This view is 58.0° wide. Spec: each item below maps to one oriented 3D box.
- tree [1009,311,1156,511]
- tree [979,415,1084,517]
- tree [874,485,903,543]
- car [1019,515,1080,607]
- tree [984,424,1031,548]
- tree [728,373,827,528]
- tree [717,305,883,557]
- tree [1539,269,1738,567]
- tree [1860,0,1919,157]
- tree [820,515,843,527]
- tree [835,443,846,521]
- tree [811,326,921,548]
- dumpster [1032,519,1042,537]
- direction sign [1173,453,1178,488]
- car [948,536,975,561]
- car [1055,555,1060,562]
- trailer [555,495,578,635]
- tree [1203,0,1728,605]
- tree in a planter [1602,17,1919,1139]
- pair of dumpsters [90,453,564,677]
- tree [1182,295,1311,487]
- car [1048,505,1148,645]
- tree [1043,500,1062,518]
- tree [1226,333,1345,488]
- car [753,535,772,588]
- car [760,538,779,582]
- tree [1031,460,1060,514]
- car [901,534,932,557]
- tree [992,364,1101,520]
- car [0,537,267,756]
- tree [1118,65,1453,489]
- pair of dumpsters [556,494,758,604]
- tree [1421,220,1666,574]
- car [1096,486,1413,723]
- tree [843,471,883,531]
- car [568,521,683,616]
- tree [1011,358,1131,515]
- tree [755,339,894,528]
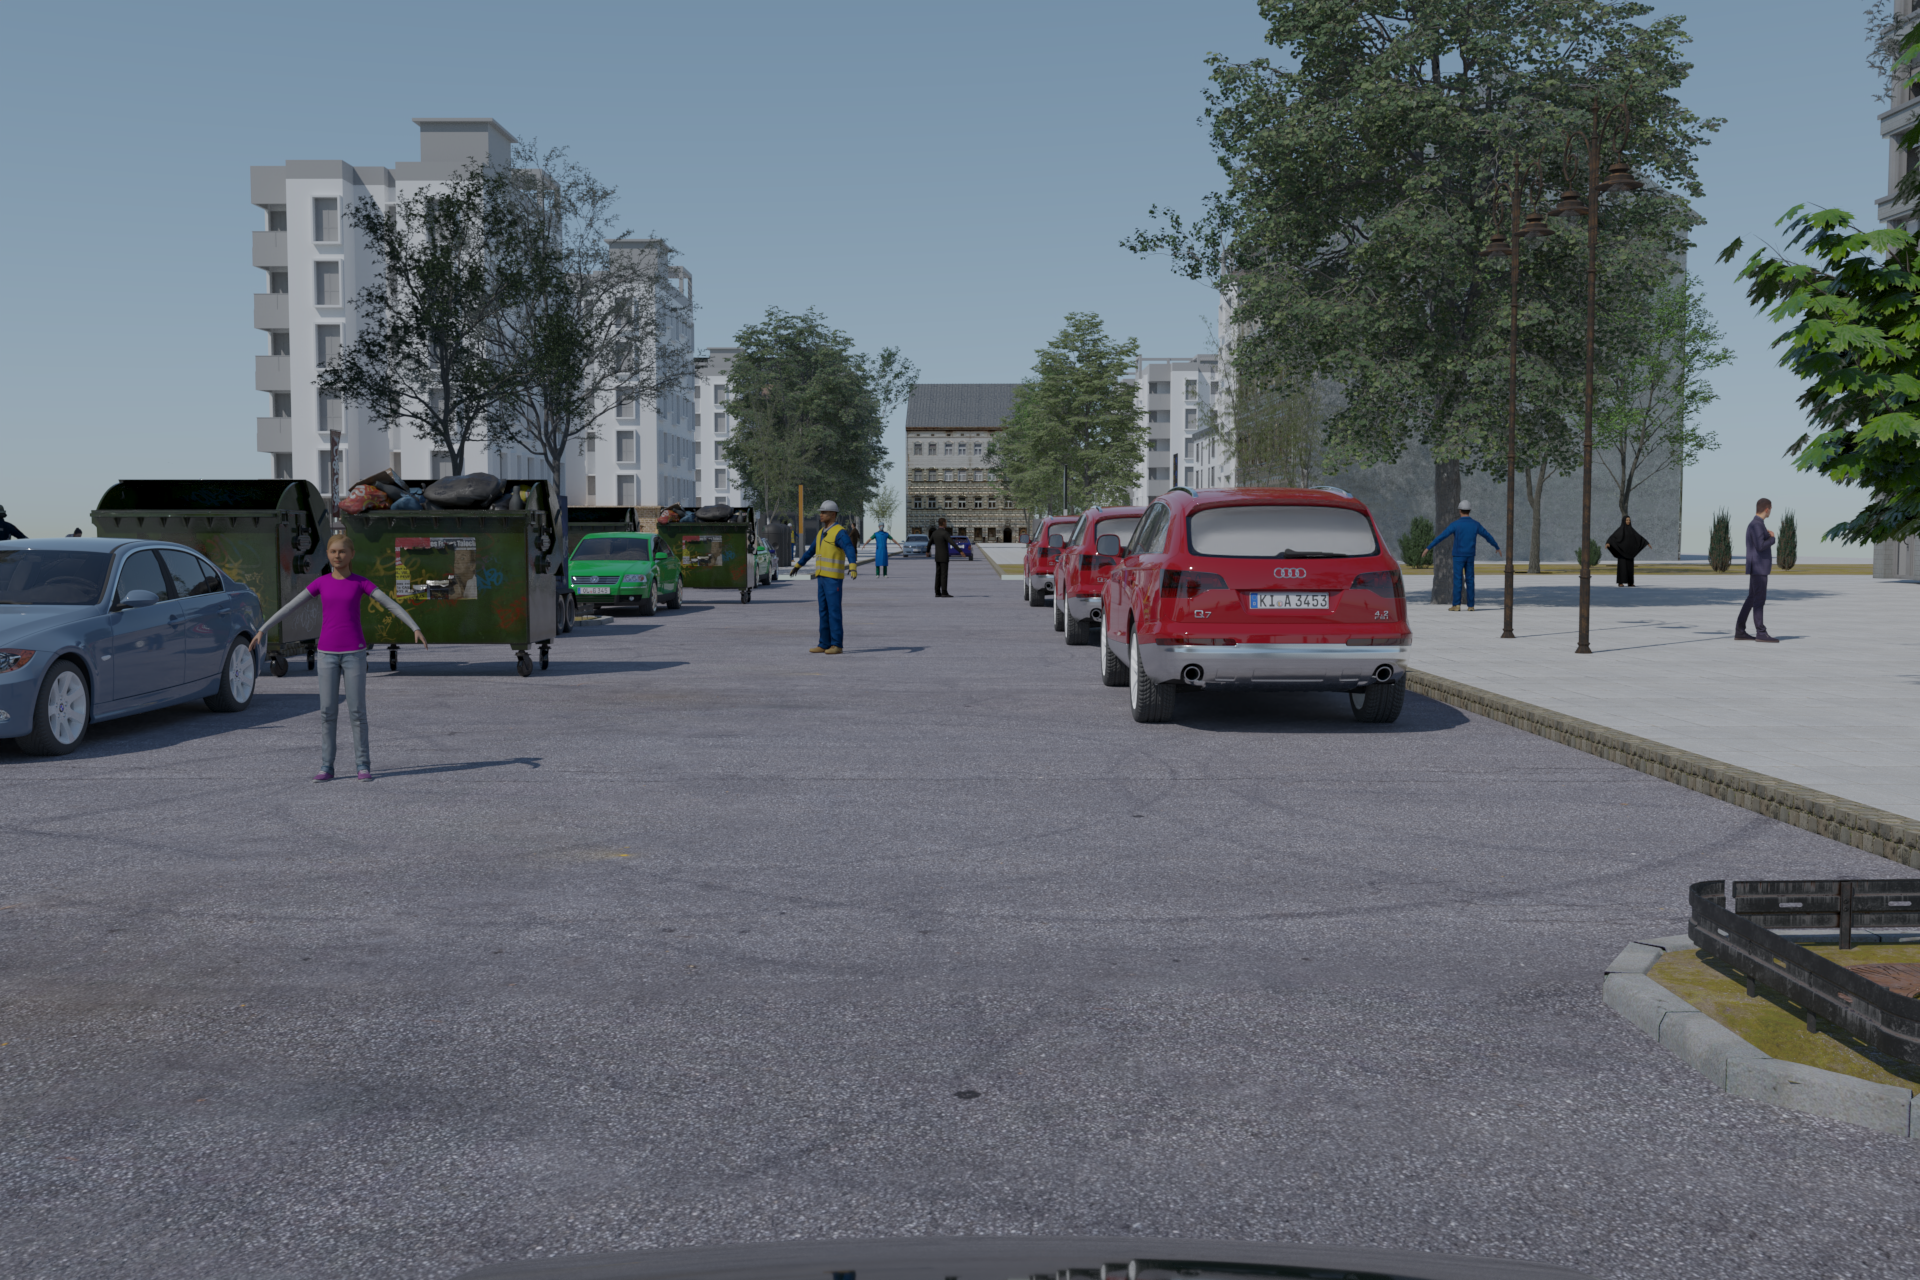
[{"bbox_3d":[6.357,-10.451,88.996,7.486,12.596,7.792,0,3,0],"label":"tree"},{"bbox_3d":[5.885,-11.642,124.763,8.767,10.594,7.601,-1,4,-19],"label":"tree"},{"bbox_3d":[-9.902,-18.408,251.326,4.360,8.622,3.978,0,3,0],"label":"tree"},{"bbox_3d":[2.376,-1.649,35.640,2.281,1.827,5.304,0,4,0],"label":"car"},{"bbox_3d":[6.052,-14.073,155.841,9.928,11.665,9.643,0,3,0],"label":"tree"},{"bbox_3d":[-9.043,-7.928,79.986,4.360,8.622,3.978,0,3,0],"label":"tree"},{"bbox_3d":[-8.864,-11.522,95.046,9.857,13.997,8.962,0,3,0],"label":"tree"},{"bbox_3d":[26.157,-8.691,67.853,9.928,11.665,9.643,0,3,0],"label":"tree"},{"bbox_3d":[9.233,-6.180,11.409,12.009,13.543,11.850,0,3,0],"label":"tree"},{"bbox_3d":[-9.337,-11.353,135.984,4.360,8.622,3.978,0,3,0],"label":"tree"},{"bbox_3d":[-9.567,-10.884,128.321,4.360,8.622,3.978,0,3,0],"label":"tree"},{"bbox_3d":[-10.845,-18.539,158.994,12.611,20.169,13.585,0,3,0],"label":"tree"},{"bbox_3d":[2.915,-2.460,48.441,1.865,1.857,1.264,0,3,0],"label":"dumpster"},{"bbox_3d":[6.074,-3.480,48.898,0.379,3.537,0.876,0,3,0],"label":"direction sign"},{"bbox_3d":[-0.140,-4.952,93.541,1.945,1.354,3.894,0,3,0],"label":"car"},{"bbox_3d":[2.718,-1.089,29.605,2.131,1.459,4.920,0,4,0],"label":"car"},{"bbox_3d":[-6.365,-1.043,24.103,1.471,1.999,3.904,0,3,0],"label":"trailer"},{"bbox_3d":[8.947,-7.620,31.242,9.857,13.997,8.962,0,3,0],"label":"tree"},{"bbox_3d":[2.961,-0.465,4.825,1.991,3.239,1.994,0,4,0],"label":"tree in a planter"},{"bbox_3d":[-6.395,-0.779,17.690,4.436,2.255,1.574,0,4,0],"label":"pair of dumpsters"},{"bbox_3d":[9.029,-6.298,53.337,4.360,8.622,3.978,0,3,0],"label":"tree"},{"bbox_3d":[2.378,-0.928,23.842,2.281,1.827,5.304,0,4,1],"label":"car"},{"bbox_3d":[6.652,-12.005,146.650,4.360,8.622,3.978,0,3,0],"label":"tree"},{"bbox_3d":[11.705,-6.668,59.386,4.360,8.622,3.978,0,3,0],"label":"tree"},{"bbox_3d":[-6.200,-2.345,47.131,1.959,1.807,4.718,0,4,1],"label":"car"},{"bbox_3d":[-6.509,-2.438,52.448,1.945,1.354,3.894,0,3,0],"label":"car"},{"bbox_3d":[6.180,-11.244,134.199,4.360,8.622,3.978,0,3,0],"label":"tree"},{"bbox_3d":[-2.646,-5.880,108.143,2.014,1.417,4.499,0,3,0],"label":"car"},{"bbox_3d":[5.978,-12.011,114.501,7.486,12.596,7.792,0,3,0],"label":"tree"},{"bbox_3d":[-6.648,-0.043,12.704,2.014,1.417,4.499,0,3,0],"label":"car"},{"bbox_3d":[12.902,-13.205,71.798,12.611,20.169,13.585,0,3,0],"label":"tree"},{"bbox_3d":[-6.448,-1.884,35.749,4.436,2.255,1.574,0,4,0],"label":"pair of dumpsters"},{"bbox_3d":[18.565,-7.953,55.790,9.928,11.665,9.643,0,3,0],"label":"tree"},{"bbox_3d":[2.336,-0.368,14.695,2.281,1.827,5.304,0,4,1],"label":"car"},{"bbox_3d":[-9.223,-12.007,146.671,4.360,8.622,3.978,0,3,0],"label":"tree"},{"bbox_3d":[-6.220,-1.401,31.697,1.959,1.807,4.718,0,3,0],"label":"car"},{"bbox_3d":[6.513,-10.752,101.556,9.928,11.665,9.643,0,3,0],"label":"tree"},{"bbox_3d":[-8.614,-12.550,111.845,9.857,13.997,8.962,0,3,0],"label":"tree"}]
